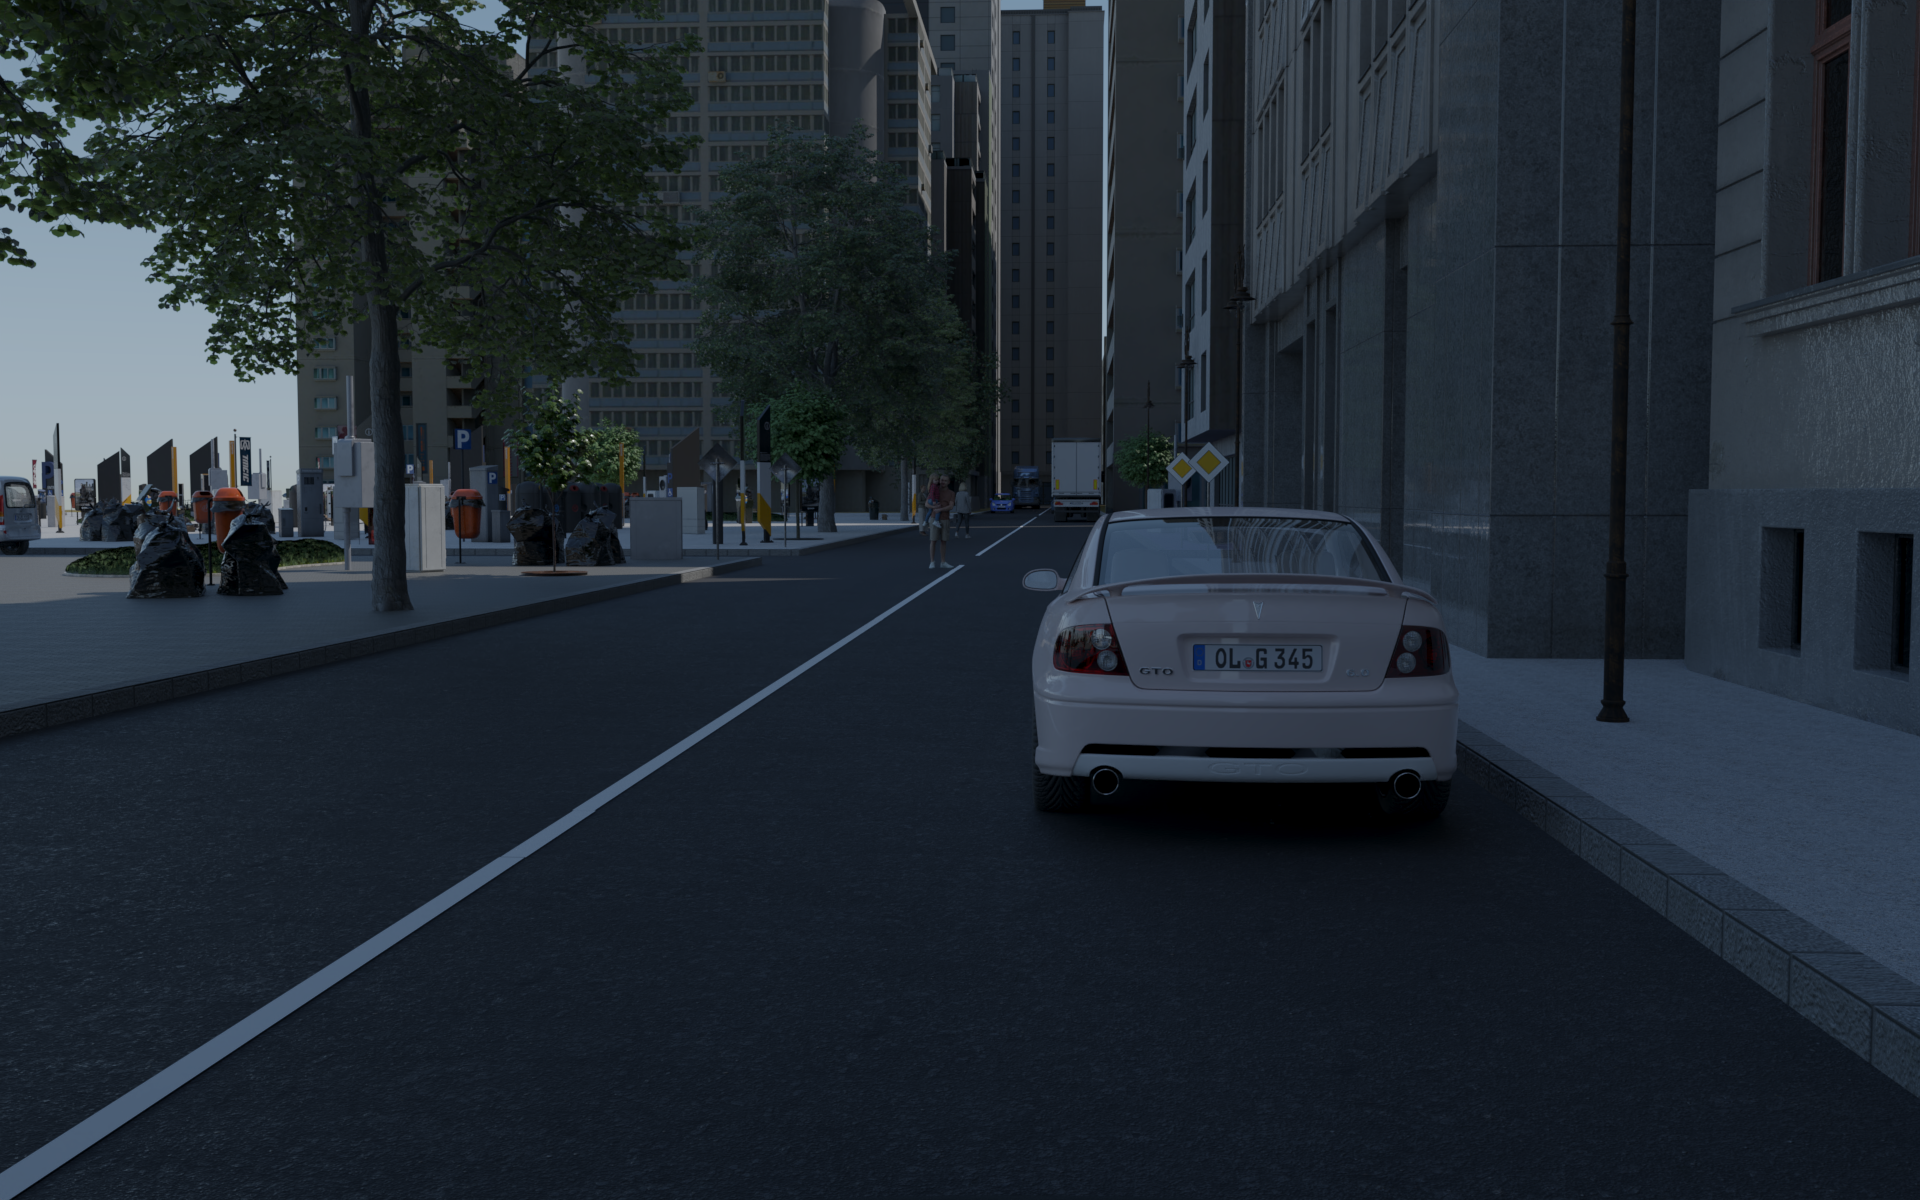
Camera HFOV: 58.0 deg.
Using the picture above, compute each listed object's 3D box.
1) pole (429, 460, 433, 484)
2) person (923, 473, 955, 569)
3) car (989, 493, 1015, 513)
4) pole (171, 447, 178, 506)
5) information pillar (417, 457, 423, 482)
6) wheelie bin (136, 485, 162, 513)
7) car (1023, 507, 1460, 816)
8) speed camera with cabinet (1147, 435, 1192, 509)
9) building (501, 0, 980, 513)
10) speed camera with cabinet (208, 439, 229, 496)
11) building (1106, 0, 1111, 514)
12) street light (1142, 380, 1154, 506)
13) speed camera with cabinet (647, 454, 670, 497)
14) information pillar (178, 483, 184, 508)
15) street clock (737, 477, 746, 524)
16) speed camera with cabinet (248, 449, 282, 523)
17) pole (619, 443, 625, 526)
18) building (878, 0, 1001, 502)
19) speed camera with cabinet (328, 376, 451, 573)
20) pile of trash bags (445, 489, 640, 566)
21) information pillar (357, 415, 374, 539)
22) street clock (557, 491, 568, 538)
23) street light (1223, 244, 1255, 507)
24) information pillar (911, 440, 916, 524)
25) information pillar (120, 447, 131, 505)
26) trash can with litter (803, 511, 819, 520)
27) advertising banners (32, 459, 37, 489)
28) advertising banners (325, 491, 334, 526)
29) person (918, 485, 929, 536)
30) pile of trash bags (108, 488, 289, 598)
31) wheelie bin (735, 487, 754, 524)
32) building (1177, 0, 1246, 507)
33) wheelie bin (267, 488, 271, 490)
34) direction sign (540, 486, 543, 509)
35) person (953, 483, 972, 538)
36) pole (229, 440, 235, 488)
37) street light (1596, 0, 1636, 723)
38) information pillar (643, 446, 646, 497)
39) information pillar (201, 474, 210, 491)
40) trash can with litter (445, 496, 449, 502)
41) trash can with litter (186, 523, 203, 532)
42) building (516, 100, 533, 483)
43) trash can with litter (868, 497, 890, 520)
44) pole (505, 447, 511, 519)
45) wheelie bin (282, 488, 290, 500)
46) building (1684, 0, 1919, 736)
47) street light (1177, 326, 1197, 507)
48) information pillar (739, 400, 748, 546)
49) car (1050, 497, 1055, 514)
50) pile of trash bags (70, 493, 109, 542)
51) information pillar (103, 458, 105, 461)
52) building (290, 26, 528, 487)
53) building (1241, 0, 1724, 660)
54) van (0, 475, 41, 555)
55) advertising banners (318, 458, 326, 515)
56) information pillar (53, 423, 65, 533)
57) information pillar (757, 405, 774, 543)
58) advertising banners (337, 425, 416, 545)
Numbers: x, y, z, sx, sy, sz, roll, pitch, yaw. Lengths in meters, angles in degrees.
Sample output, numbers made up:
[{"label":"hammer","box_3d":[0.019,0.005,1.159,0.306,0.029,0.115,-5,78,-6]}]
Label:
[{"label":"pole","box_3d":[-31.998,-6.789,104.840,0.158,3.312,0.155,0,3,0]},{"label":"person","box_3d":[-0.423,-1.526,33.429,0.573,1.828,0.580,2,4,33]},{"label":"car","box_3d":[3.180,-7.328,129.397,1.945,1.707,3.694,0,4,4]},{"label":"pole","box_3d":[-33.793,-4.937,74.561,0.158,3.312,0.155,0,3,0]},{"label":"information pillar","box_3d":[-34.042,-7.206,109.179,0.504,3.616,0.183,3,5,40]},{"label":"wheelie bin","box_3d":[-26.781,-3.019,57.264,0.693,1.594,0.980,-3,5,-40]},{"label":"car","box_3d":[1.350,0.197,9.141,2.083,1.381,4.827,0,4,4]},{"label":"speed camera with cabinet","box_3d":[6.964,-3.858,57.407,0.660,3.252,2.038,3,4,36]},{"label":"building","box_3d":[-14.918,-26.787,129.854,32.217,40.220,23.993,0,4,4]},{"label":"speed camera with cabinet","box_3d":[-26.319,-4.117,61.651,0.660,3.252,2.038,-2,4,-27]},{"label":"building","box_3d":[19.460,-29.161,100.490,21.300,48.544,21.600,0,4,4]},{"label":"street light","box_3d":[7.649,-5.969,70.376,0.468,5.910,1.993,0,4,4]},{"label":"speed camera with cabinet","box_3d":[-14.884,-5.615,86.149,0.660,3.252,2.038,-3,4,-37]},{"label":"information pillar","box_3d":[-53.663,-7.025,119.342,0.304,2.012,0.304,-1,4,-12]},{"label":"street clock","box_3d":[-9.346,-4.252,74.089,0.358,2.002,0.471,-1,4,-23]},{"label":"speed camera with cabinet","box_3d":[-30.479,-4.990,75.921,0.660,3.252,2.038,0,4,5]},{"label":"pole","box_3d":[-13.468,-4.595,68.976,0.158,3.312,0.155,0,3,0]},{"label":"building","box_3d":[-6.387,-45.505,182.251,20.611,71.187,20.563,0,4,4]},{"label":"speed camera with cabinet","box_3d":[-9.515,-2.112,28.870,2.038,3.252,0.660,2,4,30]},{"label":"pile of trash bags","box_3d":[-7.819,-1.351,31.844,3.447,1.369,1.912,1,4,15]},{"label":"information pillar","box_3d":[-17.093,-3.585,49.971,0.504,3.616,0.183,0,4,-5]},{"label":"street clock","box_3d":[-11.501,-2.780,50.018,0.358,2.002,0.471,1,4,10]},{"label":"street light","box_3d":[5.173,-3.638,32.261,0.468,5.910,1.993,0,4,4]},{"label":"information pillar","box_3d":[-1.983,-5.089,74.564,0.183,3.616,0.504,-1,4,-11]},{"label":"information pillar","box_3d":[-41.895,-5.849,86.985,0.183,3.616,0.504,2,4,31]},{"label":"trash can with litter","box_3d":[-7.521,-4.709,88.051,1.678,1.210,2.233,2,4,34]},{"label":"advertising banners","box_3d":[-46.607,-5.532,86.641,0.090,3.025,2.074,0,4,-4]},{"label":"advertising banners","box_3d":[-25.002,-4.547,70.527,0.090,3.025,2.074,1,4,19]},{"label":"person","box_3d":[-1.248,-3.106,59.825,0.362,1.759,0.519,1,4,21]},{"label":"pile of trash bags","box_3d":[-9.902,-0.811,23.016,1.912,1.369,3.447,-1,4,-16]},{"label":"wheelie bin","box_3d":[-9.372,-4.132,75.465,0.693,1.594,0.980,-2,4,-30]},{"label":"building","box_3d":[13.305,-16.773,45.943,14.107,30.474,14.160,0,4,4]},{"label":"wheelie bin","box_3d":[-34.670,-4.818,86.683,0.693,1.594,0.980,1,4,12]},{"label":"direction sign","box_3d":[-10.455,-3.134,43.235,0.379,3.537,0.876,0,4,-8]},{"label":"person","box_3d":[0.028,-2.898,56.070,0.709,1.800,0.728,2,4,35]},{"label":"pole","box_3d":[-27.687,-4.408,65.919,0.158,3.312,0.155,0,3,0]},{"label":"street light","box_3d":[3.693,-2.253,9.620,0.468,5.910,1.993,0,4,4]},{"label":"information pillar","box_3d":[-15.225,-5.645,83.650,0.183,3.616,0.504,0,4,-4]},{"label":"information pillar","box_3d":[-27.665,-3.616,63.615,0.304,2.012,0.304,-2,4,-35]},{"label":"trash can with litter","box_3d":[-20.022,-3.404,66.718,1.678,1.210,2.233,0,4,-3]},{"label":"trash can with litter","box_3d":[-25.755,-2.888,58.603,1.055,1.170,0.624,-3,5,-40]},{"label":"building","box_3d":[-31.187,-32.317,183.008,28.867,44.769,22.147,0,4,4]},{"label":"trash can with litter","box_3d":[-4.001,-4.533,85.496,1.055,1.170,0.624,0,4,-1]},{"label":"pole","box_3d":[-19.491,-4.941,74.634,0.158,3.312,0.155,0,3,0]},{"label":"wheelie bin","box_3d":[-36.318,-5.274,94.138,0.980,1.594,0.693,-2,4,-26]},{"label":"building","box_3d":[10.790,-13.024,0.334,14.401,28.519,23.554,0,4,4]},{"label":"street light","box_3d":[6.243,-4.587,47.789,0.468,5.910,1.993,0,4,4]},{"label":"information pillar","box_3d":[-5.399,-3.163,43.063,0.183,3.616,0.504,0,4,-3]},{"label":"car","box_3d":[7.627,-7.106,128.192,2.014,1.417,4.499,0,4,3]},{"label":"pile of trash bags","box_3d":[-22.394,-2.339,47.991,1.912,1.369,3.447,3,5,44]},{"label":"information pillar","box_3d":[-55.223,-7.380,112.014,0.504,3.616,0.183,3,5,41]},{"label":"building","box_3d":[-56.325,-34.341,185.180,21.600,48.544,21.300,0,4,4]},{"label":"building","box_3d":[10.748,-12.492,22.274,12.078,24.808,19.932,0,4,4]},{"label":"van","box_3d":[-23.135,-1.966,39.161,4.112,2.044,2.013,0,4,2]},{"label":"advertising banners","box_3d":[-31.059,-5.390,84.318,0.090,3.025,2.074,-1,4,-10]},{"label":"information pillar","box_3d":[-29.781,-4.025,57.161,0.183,3.616,0.504,-3,5,-41]},{"label":"information pillar","box_3d":[-5.128,-3.306,45.407,0.183,3.616,0.504,2,4,32]},{"label":"advertising banners","box_3d":[-14.698,-2.907,43.724,2.074,3.025,0.090,0,4,6]}]
